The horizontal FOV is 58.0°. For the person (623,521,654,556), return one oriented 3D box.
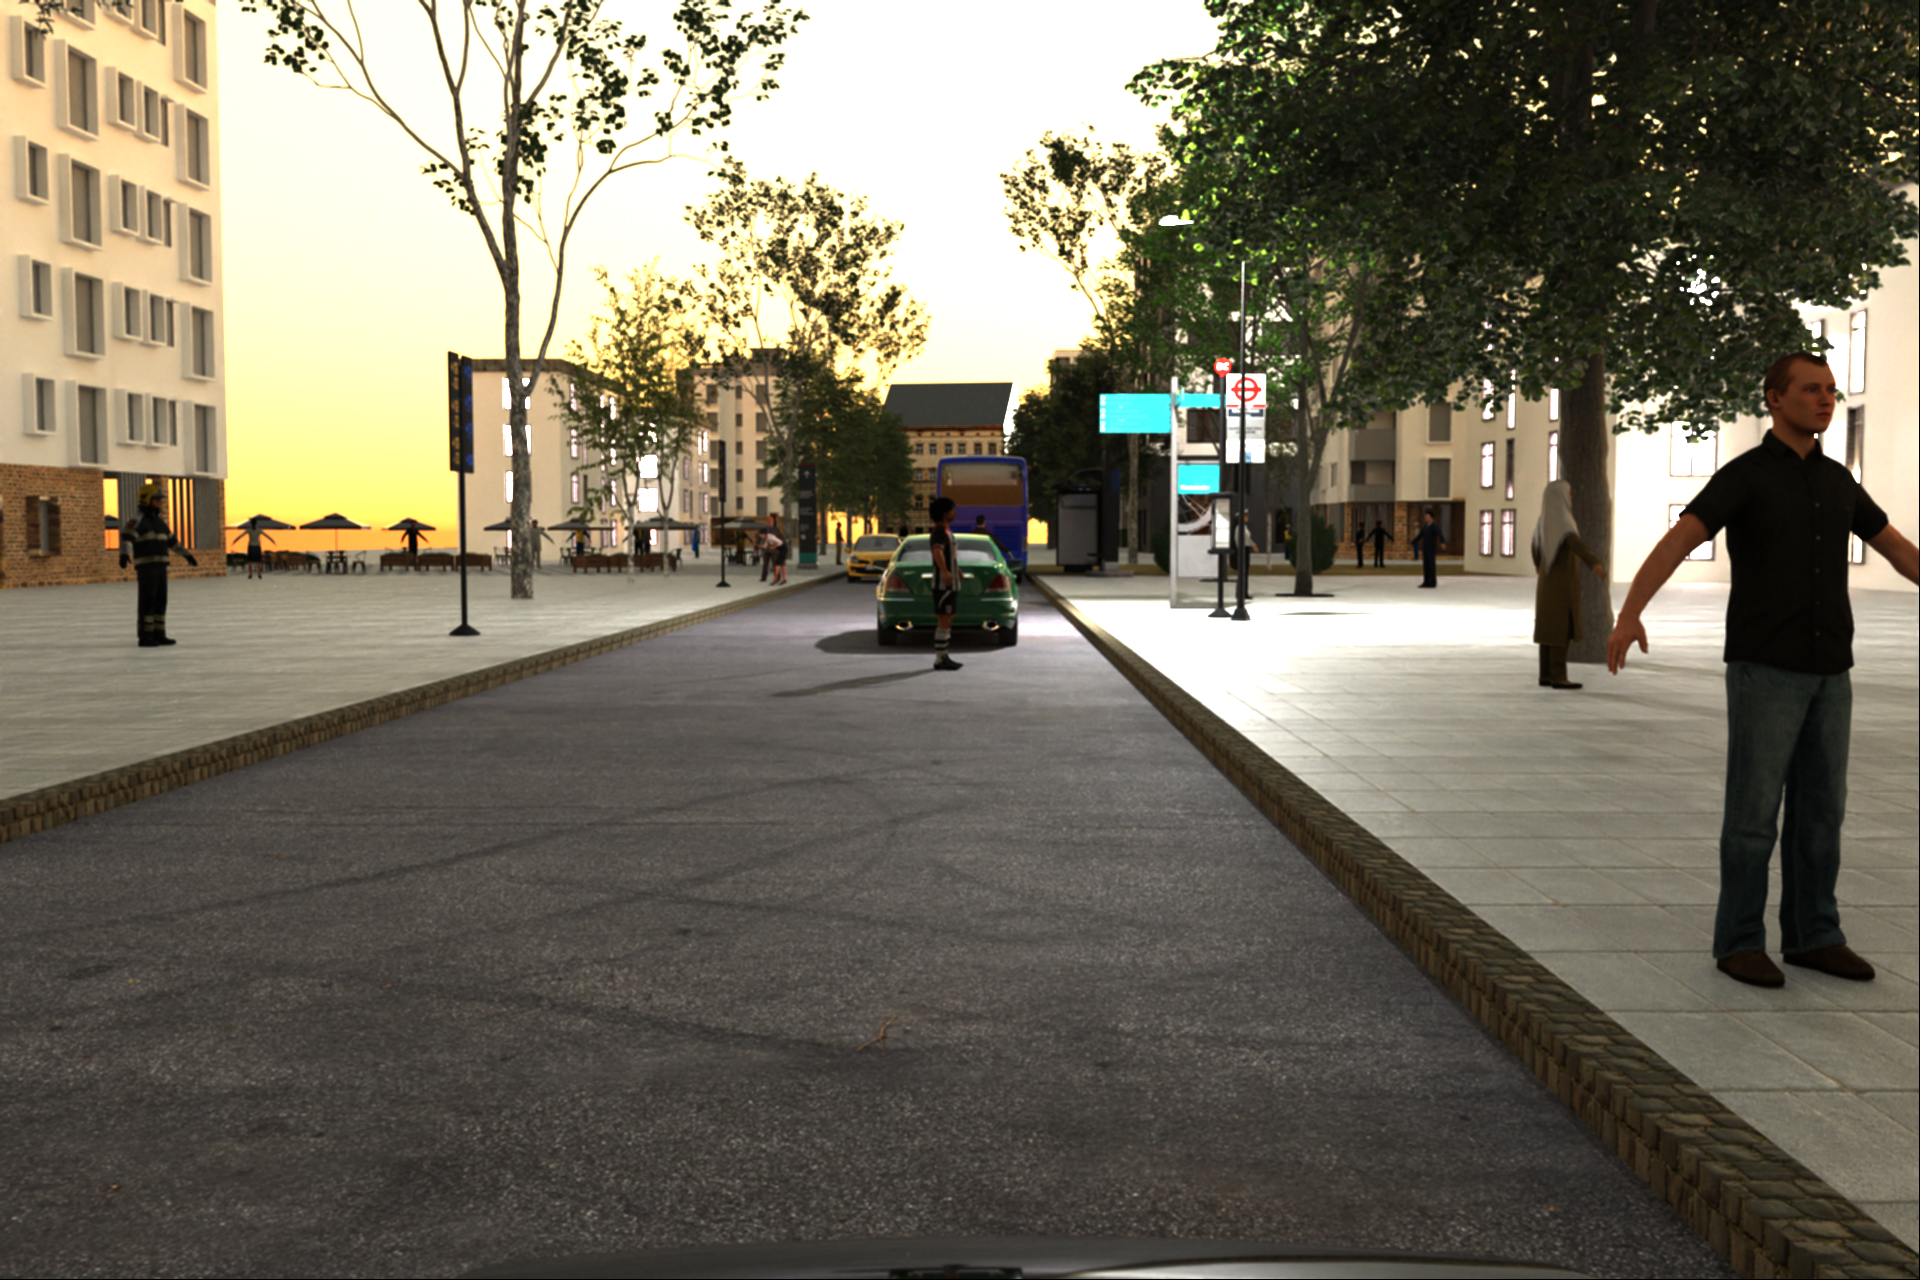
[{"bbox_3d":[-13.699,-4.163,73.848,1.354,1.856,0.705,-2,4,-23],"label":"person"}]

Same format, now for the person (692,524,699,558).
[{"bbox_3d":[-14.015,-5.243,91.856,0.704,1.817,1.347,-1,4,-18],"label":"person"}]

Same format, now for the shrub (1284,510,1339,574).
[{"bbox_3d":[11.232,-3.134,55.287,1.661,2.075,1.752,0,3,0],"label":"shrub"}]

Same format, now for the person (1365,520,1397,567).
[{"bbox_3d":[16.147,-3.697,66.633,1.347,1.806,0.705,3,5,44],"label":"person"}]

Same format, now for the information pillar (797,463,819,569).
[{"bbox_3d":[-5.585,-4.542,63.637,0.750,3.857,0.750,0,3,0],"label":"information pillar"}]

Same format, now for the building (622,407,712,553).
[{"bbox_3d":[-22.924,-11.401,128.549,9.099,9.664,28.070,0,4,0],"label":"building"}]

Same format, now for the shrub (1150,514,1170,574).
[{"bbox_3d":[6.829,-3.059,54.053,1.661,2.075,1.752,0,3,0],"label":"shrub"}]

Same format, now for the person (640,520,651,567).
[{"bbox_3d":[-12.211,-3.749,67.431,0.705,1.813,1.348,0,4,2],"label":"person"}]

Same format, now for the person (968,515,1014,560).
[{"bbox_3d":[0.428,-1.613,34.962,1.346,1.812,0.704,1,4,19],"label":"person"}]

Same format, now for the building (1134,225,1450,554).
[{"bbox_3d":[26.655,-17.431,128.972,27.936,21.610,32.646,0,4,1],"label":"building"}]

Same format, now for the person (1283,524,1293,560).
[{"bbox_3d":[16.317,-4.850,85.761,0.721,1.772,1.216,-1,4,-22],"label":"person"}]

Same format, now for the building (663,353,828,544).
[{"bbox_3d":[-26.891,-23.694,218.332,19.493,23.208,18.063,0,4,2],"label":"building"}]

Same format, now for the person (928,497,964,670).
[{"bbox_3d":[-0.135,-0.598,18.372,0.704,1.843,1.345,0,4,5],"label":"person"}]

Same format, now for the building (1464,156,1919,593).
[{"bbox_3d":[21.748,-6.329,45.628,9.099,9.664,28.070,0,4,0],"label":"building"}]

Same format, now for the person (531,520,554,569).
[{"bbox_3d":[-15.672,-3.531,63.917,1.347,1.806,0.705,-1,4,-16],"label":"person"}]

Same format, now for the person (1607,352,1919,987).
[{"bbox_3d":[2.416,0.074,5.004,1.348,1.803,0.705,-1,4,-15],"label":"person"}]

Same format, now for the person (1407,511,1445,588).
[{"bbox_3d":[11.189,-2.160,41.366,0.704,1.823,1.345,-2,4,-23],"label":"person"}]

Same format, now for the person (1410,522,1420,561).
[{"bbox_3d":[21.851,-4.724,83.098,0.705,1.847,1.347,2,4,25],"label":"person"}]

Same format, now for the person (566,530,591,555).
[{"bbox_3d":[-16.875,-4.334,76.827,1.349,1.833,0.705,2,4,25],"label":"person"}]

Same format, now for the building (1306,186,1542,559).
[{"bbox_3d":[25.018,-14.886,99.809,16.016,20.090,11.380,0,4,0],"label":"building"}]

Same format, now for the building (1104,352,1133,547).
[{"bbox_3d":[24.078,-18.898,175.433,16.747,18.905,31.486,0,4,1],"label":"building"}]

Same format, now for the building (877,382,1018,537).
[{"bbox_3d":[-1.128,-25.462,249.682,18.063,23.208,19.493,1,4,10],"label":"building"}]

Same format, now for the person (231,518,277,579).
[{"bbox_3d":[-20.360,-2.638,49.962,1.217,1.735,0.721,-2,4,-25],"label":"person"}]

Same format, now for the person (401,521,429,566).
[{"bbox_3d":[-21.829,-3.852,69.200,0.704,1.802,1.346,2,4,32],"label":"person"}]

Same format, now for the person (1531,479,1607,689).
[{"bbox_3d":[5.075,-0.471,14.477,0.721,1.736,1.217,0,4,-5],"label":"person"}]

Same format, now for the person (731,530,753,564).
[{"bbox_3d":[-9.405,-4.189,74.250,1.354,1.858,0.705,3,5,43],"label":"person"}]

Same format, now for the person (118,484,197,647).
[{"bbox_3d":[-9.231,-0.860,19.830,0.704,1.858,1.351,1,4,9],"label":"person"}]

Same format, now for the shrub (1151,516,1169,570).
[{"bbox_3d":[7.434,-3.407,60.127,1.690,2.028,1.600,0,3,0],"label":"shrub"}]

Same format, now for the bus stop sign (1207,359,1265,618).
[{"bbox_3d":[4.216,-2.309,26.450,0.855,3.939,0.416,0,4,1],"label":"bus stop sign"}]

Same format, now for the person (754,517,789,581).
[{"bbox_3d":[-5.140,-2.475,47.067,0.990,1.755,0.434,1,4,12],"label":"person"}]

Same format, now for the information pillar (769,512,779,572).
[{"bbox_3d":[-6.325,-3.329,58.923,0.304,2.012,0.304,0,4,1],"label":"information pillar"}]

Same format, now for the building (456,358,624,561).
[{"bbox_3d":[-23.257,-9.469,96.958,9.099,9.664,28.070,0,4,1],"label":"building"}]

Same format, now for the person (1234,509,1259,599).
[{"bbox_3d":[5.672,-1.699,34.246,0.721,1.778,1.216,0,4,-7],"label":"person"}]

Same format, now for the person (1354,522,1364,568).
[{"bbox_3d":[15.004,-3.582,65.289,0.721,1.740,1.216,0,4,3],"label":"person"}]

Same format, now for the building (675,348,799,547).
[{"bbox_3d":[-22.915,-19.598,176.847,16.016,20.090,11.380,0,4,2],"label":"building"}]

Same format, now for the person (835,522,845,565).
[{"bbox_3d":[-5.034,-4.046,72.419,0.705,1.796,1.348,0,4,6],"label":"person"}]

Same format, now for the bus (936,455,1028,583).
[{"bbox_3d":[0.660,-3.773,53.242,2.896,3.916,12.251,0,4,1],"label":"bus"}]

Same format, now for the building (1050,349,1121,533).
[{"bbox_3d":[24.582,-22.257,207.881,27.936,21.610,32.646,0,4,0],"label":"building"}]

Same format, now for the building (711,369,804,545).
[{"bbox_3d":[-23.716,-20.655,194.131,16.016,20.090,11.380,0,4,0],"label":"building"}]

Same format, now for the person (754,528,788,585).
[{"bbox_3d":[-4.702,-2.092,43.438,0.628,1.438,0.799,2,4,32],"label":"person"}]
